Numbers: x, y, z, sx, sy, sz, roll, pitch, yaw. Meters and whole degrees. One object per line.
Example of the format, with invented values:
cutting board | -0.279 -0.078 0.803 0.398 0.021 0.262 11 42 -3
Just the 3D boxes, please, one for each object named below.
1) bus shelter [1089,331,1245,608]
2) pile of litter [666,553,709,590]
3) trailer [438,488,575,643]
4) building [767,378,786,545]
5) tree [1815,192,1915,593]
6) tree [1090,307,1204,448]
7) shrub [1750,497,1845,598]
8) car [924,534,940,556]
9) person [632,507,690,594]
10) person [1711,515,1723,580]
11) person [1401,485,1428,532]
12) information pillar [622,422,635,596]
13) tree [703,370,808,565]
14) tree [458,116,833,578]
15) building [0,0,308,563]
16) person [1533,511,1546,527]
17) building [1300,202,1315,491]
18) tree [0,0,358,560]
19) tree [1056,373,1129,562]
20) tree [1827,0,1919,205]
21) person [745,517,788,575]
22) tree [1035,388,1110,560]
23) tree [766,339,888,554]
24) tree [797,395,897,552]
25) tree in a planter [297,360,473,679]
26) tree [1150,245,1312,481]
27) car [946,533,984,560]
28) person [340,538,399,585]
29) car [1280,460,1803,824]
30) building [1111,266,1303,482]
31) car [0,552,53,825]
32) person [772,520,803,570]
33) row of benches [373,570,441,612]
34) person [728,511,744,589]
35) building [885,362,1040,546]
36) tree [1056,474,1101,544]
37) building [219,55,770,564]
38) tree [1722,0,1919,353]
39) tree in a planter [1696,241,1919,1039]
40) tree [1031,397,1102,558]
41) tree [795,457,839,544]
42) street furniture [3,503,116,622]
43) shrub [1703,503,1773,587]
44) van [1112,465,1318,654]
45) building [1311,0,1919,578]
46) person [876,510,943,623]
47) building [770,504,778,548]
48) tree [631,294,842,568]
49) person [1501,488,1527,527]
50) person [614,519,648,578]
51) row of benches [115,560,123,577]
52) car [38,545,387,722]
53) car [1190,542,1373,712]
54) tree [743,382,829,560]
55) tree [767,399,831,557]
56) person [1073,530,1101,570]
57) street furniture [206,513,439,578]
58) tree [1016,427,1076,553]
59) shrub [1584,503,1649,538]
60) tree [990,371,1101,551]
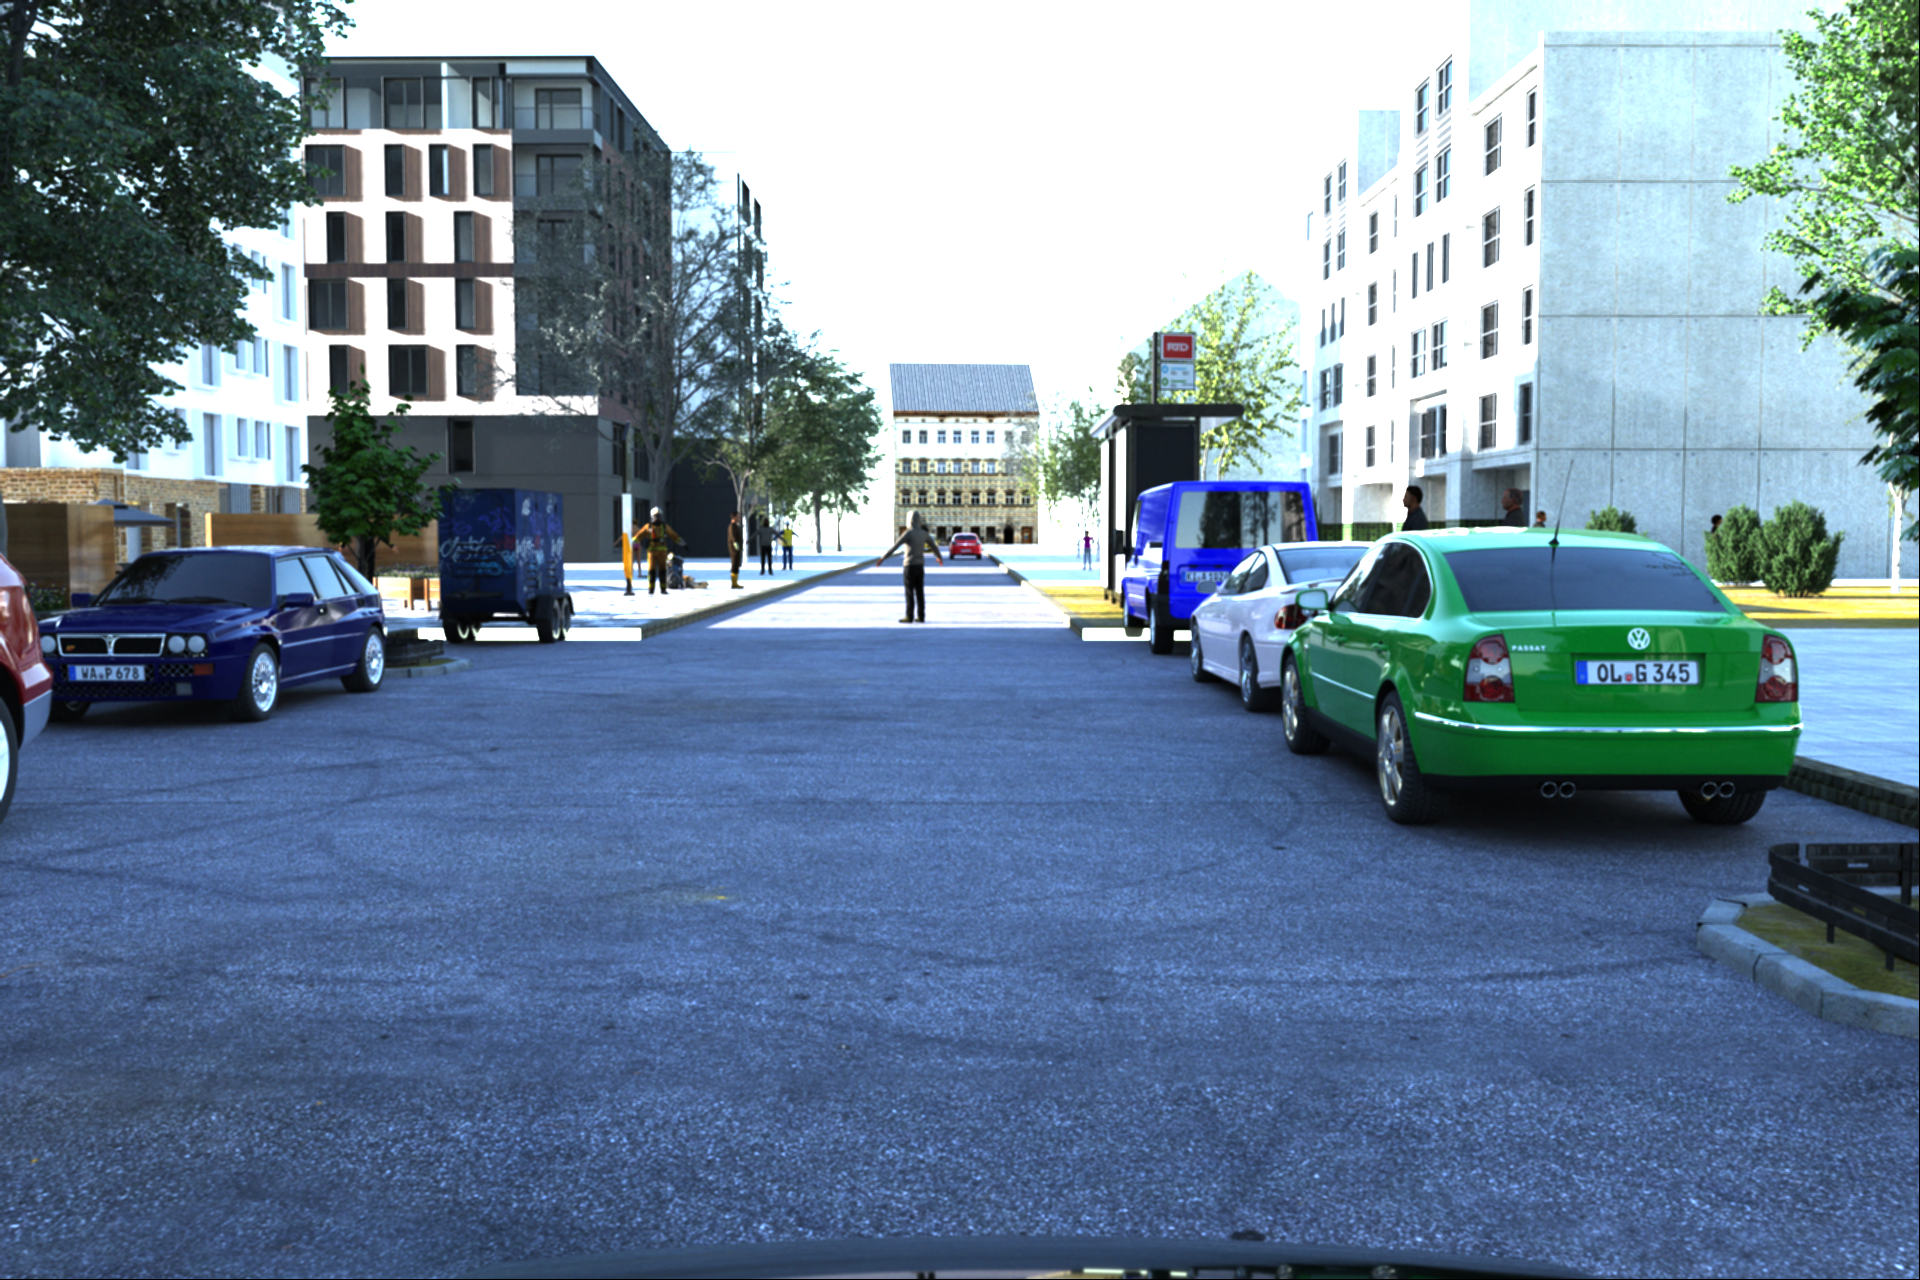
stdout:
bus shelter | 3.587 -3.332 32.115 2.179 5.291 8.768 0 4 1
pile of litter | -6.491 -1.644 40.848 1.176 0.858 1.719 0 4 -1
trailer | -6.019 -0.935 22.335 1.471 1.999 3.904 0 4 0
building | -25.362 -20.349 189.132 16.016 20.090 11.380 0 4 0
tree | 20.278 -5.343 37.720 4.360 8.622 3.978 0 3 0
tree | 6.103 -6.530 57.130 4.737 8.622 4.395 0 3 0
shrub | 16.874 -1.865 34.915 1.690 2.028 1.600 0 3 0
car | -2.331 -6.398 114.835 2.015 1.641 3.980 0 4 1
person | -6.455 -1.906 36.928 1.354 1.858 0.705 -1 4 -13
person | 21.326 -2.604 48.722 0.704 1.843 1.345 2 4 30
person | 4.993 -0.805 19.228 0.705 1.821 1.348 1 4 10
information pillar | -6.897 -2.724 35.892 0.183 3.616 0.504 0 4 1
tree | -9.238 -7.493 72.866 4.360 8.622 3.978 0 3 0
tree | -8.862 -8.583 50.709 12.009 13.543 11.850 0 3 0
building | -28.387 -11.779 49.000 16.016 20.090 11.380 0 4 -1
person | 13.224 -2.028 39.390 0.704 1.802 1.346 0 4 -5
building | 24.724 -14.814 98.636 16.016 20.090 11.380 0 4 0
tree | -12.301 -7.019 21.417 9.857 13.997 8.962 0 3 0
tree | 6.670 -7.944 80.240 4.737 8.622 4.395 0 3 0
tree | 9.667 -3.965 15.184 4.737 8.622 4.395 0 3 0
person | -6.097 -2.962 54.550 1.348 1.813 0.705 0 4 -5
tree | 6.486 -8.356 86.989 4.360 8.622 3.978 0 3 0
tree | -9.433 -12.612 112.859 9.857 13.997 8.962 0 3 0
tree | -8.525 -12.078 123.235 9.928 11.665 9.643 0 3 0
tree in a planter | -6.224 -1.270 17.994 1.991 3.239 1.994 0 4 1
tree | 6.802 -5.804 45.254 4.737 8.622 4.395 0 3 0
car | 0.297 -5.463 98.362 2.155 1.783 4.494 0 4 -1
person | -11.565 -1.701 33.745 1.347 1.837 0.705 1 4 19
car | 3.020 -0.069 9.922 1.959 1.807 4.718 0 4 0
building | 23.718 -19.624 151.778 19.493 23.208 18.063 0 4 0
car | -5.486 0.141 6.367 2.281 1.827 5.304 0 4 0
person | -6.193 -3.395 61.978 1.216 1.772 0.721 -1 4 -21
row of benches | -8.325 -0.807 28.656 4.104 0.672 1.422 3 4 38
person | -5.258 -2.120 40.796 0.704 1.812 1.346 0 4 -3
building | -0.080 -23.685 220.631 18.063 23.208 19.493 0 4 -5
tree | 16.428 -18.664 215.523 12.009 13.543 11.850 0 3 0
building | -25.896 -15.089 90.683 27.936 21.610 32.646 0 4 1
tree | 16.551 -6.232 27.656 9.928 11.665 9.643 0 3 0
tree in a planter | 3.537 -0.506 5.502 1.991 3.239 1.994 0 4 0
tree | 6.506 -8.699 92.591 4.360 8.622 3.978 0 3 0
tree | -18.794 -17.860 217.763 9.928 11.665 9.643 0 3 0
street furniture | -16.936 -1.149 25.638 9.812 1.723 11.010 0 4 -7
shrub | 18.963 -2.330 42.140 1.661 2.075 1.752 0 3 0
van | 3.218 -1.096 22.305 2.240 2.365 5.245 0 4 0
building | 24.873 -12.154 65.174 16.747 18.905 31.486 0 3 0
person | -0.762 -1.187 28.000 1.348 1.813 0.705 -3 5 -40
building | -22.282 -13.910 169.570 9.099 9.664 28.070 0 4 0
tree | -8.545 -8.042 65.899 8.767 10.594 7.601 0 4 2
person | 6.301 -0.837 19.865 0.705 1.807 1.348 1 4 22
person | -9.565 -2.697 50.893 1.217 1.733 0.721 -2 4 -27
row of benches | -21.287 -1.600 41.617 1.422 0.672 4.104 0 4 -2
car | -6.169 -0.114 14.443 1.945 1.354 3.894 0 4 0
car | 3.209 -0.182 15.333 2.083 1.381 4.827 0 4 -1
tree | -8.799 -8.202 84.461 4.737 8.622 4.395 0 3 0
tree | -9.288 -8.830 94.730 4.360 8.622 3.978 0 3 0
person | 4.561 -3.229 62.056 0.991 1.433 0.599 0 4 -1
street furniture | -13.450 -1.998 39.518 11.010 1.723 9.812 -2 4 -26
tree | 6.119 -10.282 118.478 4.737 8.622 4.395 0 3 0
shrub | 15.352 -2.227 40.835 1.690 2.028 1.600 0 3 0
tree | 6.850 -13.385 129.215 12.009 13.543 11.850 0 3 0
